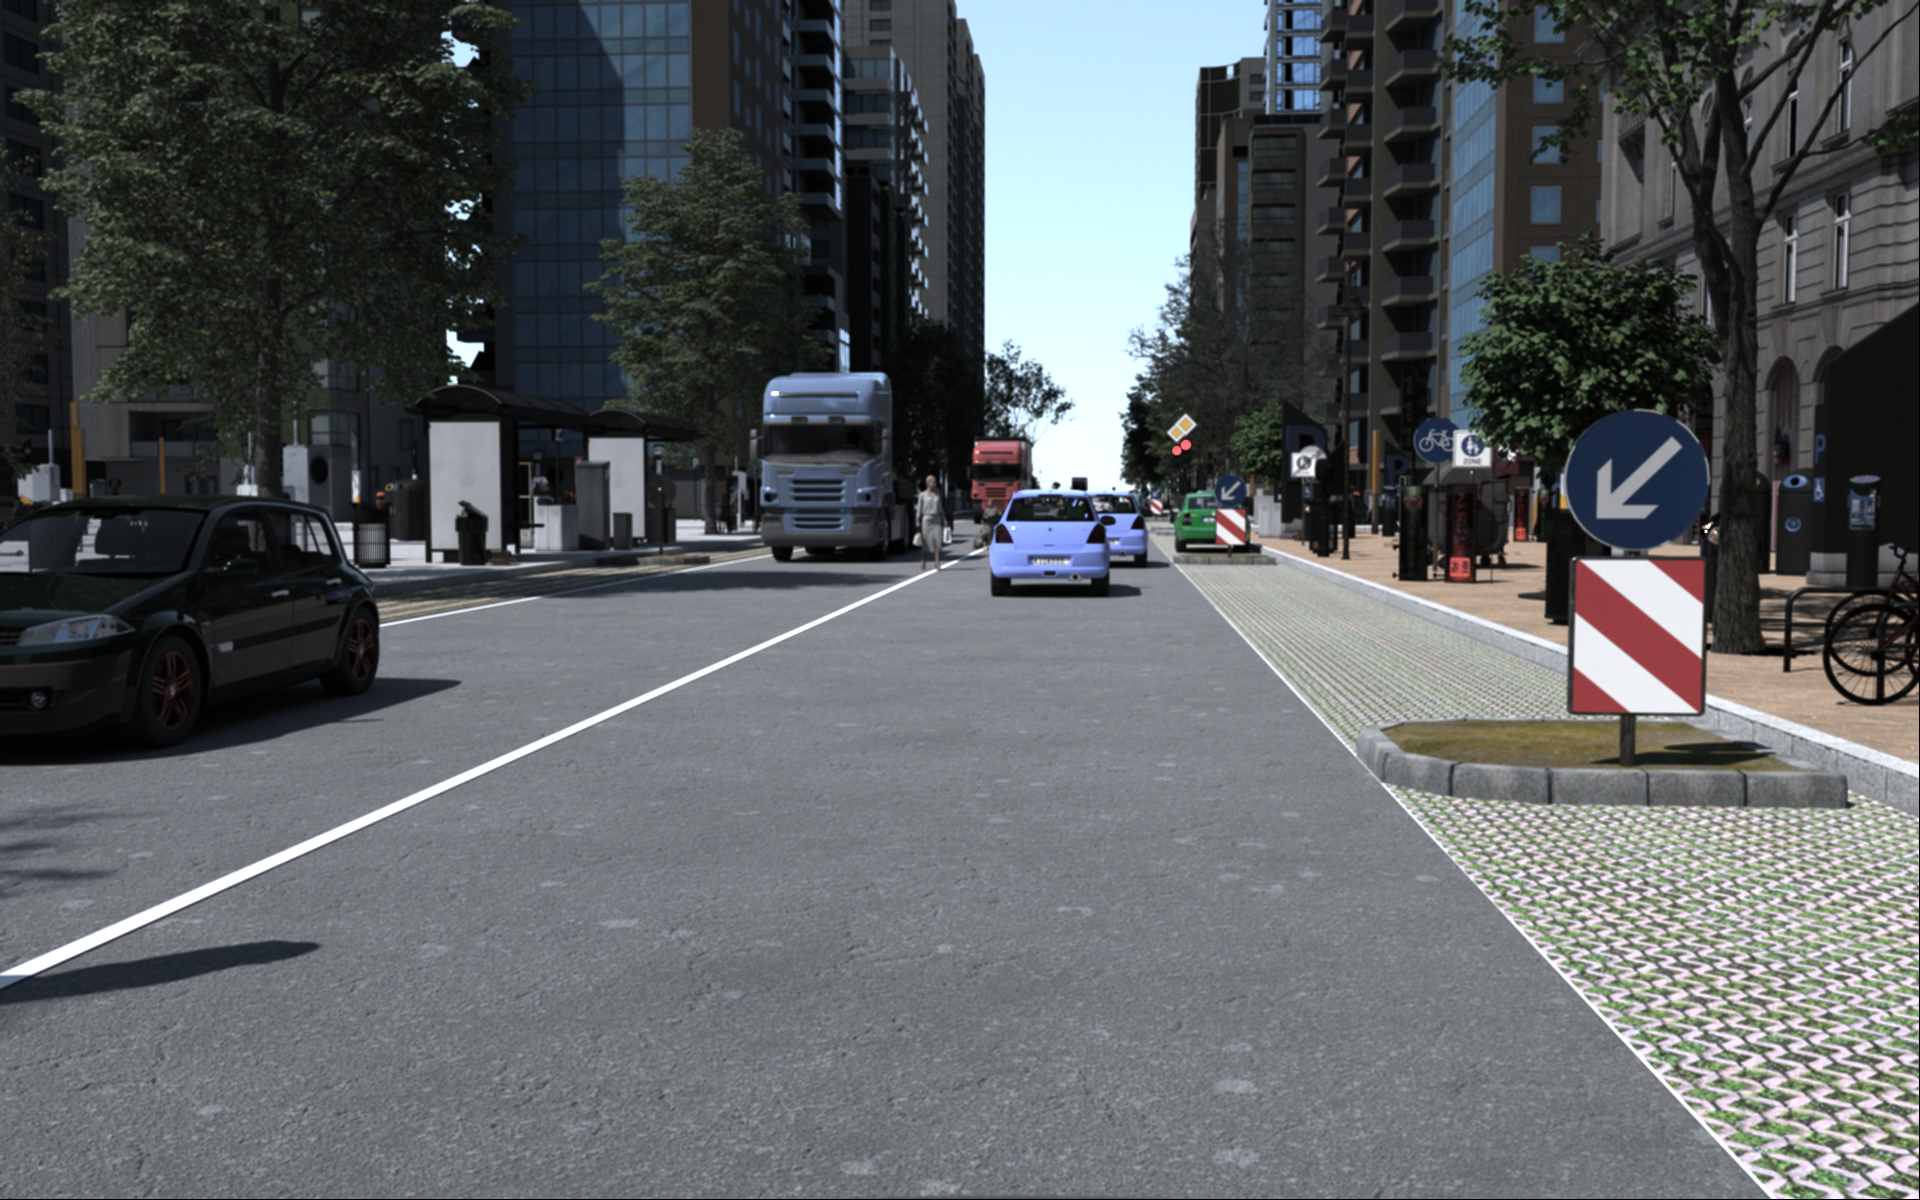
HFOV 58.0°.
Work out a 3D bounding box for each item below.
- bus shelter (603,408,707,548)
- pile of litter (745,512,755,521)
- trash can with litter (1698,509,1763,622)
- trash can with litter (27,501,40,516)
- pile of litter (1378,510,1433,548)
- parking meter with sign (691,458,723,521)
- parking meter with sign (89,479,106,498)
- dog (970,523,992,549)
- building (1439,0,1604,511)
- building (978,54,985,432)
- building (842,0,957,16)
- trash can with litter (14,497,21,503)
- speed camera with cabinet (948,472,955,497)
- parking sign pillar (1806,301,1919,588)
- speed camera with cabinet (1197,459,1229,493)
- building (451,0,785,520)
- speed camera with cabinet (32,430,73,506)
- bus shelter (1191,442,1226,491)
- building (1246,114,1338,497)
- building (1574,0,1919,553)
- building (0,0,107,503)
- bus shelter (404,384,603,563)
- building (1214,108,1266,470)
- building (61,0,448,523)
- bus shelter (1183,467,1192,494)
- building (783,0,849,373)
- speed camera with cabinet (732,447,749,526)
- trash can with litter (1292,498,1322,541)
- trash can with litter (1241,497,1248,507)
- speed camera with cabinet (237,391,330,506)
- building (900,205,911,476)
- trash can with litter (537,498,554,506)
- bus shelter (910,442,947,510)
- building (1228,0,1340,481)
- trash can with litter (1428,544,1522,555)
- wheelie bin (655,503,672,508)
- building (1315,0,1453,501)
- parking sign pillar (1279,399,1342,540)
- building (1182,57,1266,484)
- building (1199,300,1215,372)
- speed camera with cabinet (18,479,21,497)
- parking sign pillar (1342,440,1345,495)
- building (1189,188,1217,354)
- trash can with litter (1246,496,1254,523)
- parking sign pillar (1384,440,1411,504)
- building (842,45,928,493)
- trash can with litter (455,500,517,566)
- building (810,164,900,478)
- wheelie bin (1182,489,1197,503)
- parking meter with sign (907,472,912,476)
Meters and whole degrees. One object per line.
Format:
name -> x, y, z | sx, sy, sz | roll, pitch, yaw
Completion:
bus shelter -> -8.003, -3.043, 43.685 | 2.014, 3.302, 5.546 | 0, 4, 5
pile of litter -> -10.552, -4.318, 84.566 | 1.176, 0.858, 1.719 | -2, 4, -30
trash can with litter -> 7.585, -0.371, 17.450 | 0.624, 1.170, 1.055 | 0, 4, -7
trash can with litter -> -19.864, -1.522, 35.949 | 2.233, 1.210, 1.678 | -3, 5, -40
pile of litter -> 10.901, -1.688, 41.559 | 1.176, 0.858, 1.719 | -1, 4, -15
parking meter with sign -> -11.983, -5.282, 82.614 | 1.738, 3.016, 0.543 | 2, 4, 31
parking meter with sign -> -44.954, -5.756, 90.363 | 1.738, 3.016, 0.543 | -3, 5, -44
dog -> 0.506, -1.730, 45.128 | 0.800, 0.831, 0.513 | 1, 4, 19
building -> 30.684, -26.231, 78.987 | 14.200, 45.320, 14.600 | 0, 4, 5
building -> -6.234, -50.686, 266.968 | 20.563, 71.187, 20.611 | 0, 4, 5
building -> -8.815, -49.437, 246.541 | 20.563, 71.187, 20.611 | 0, 4, 5
trash can with litter -> -41.863, -3.992, 76.654 | 1.055, 1.170, 0.624 | 1, 4, 21
speed camera with cabinet -> -1.381, -8.577, 134.572 | 2.038, 3.252, 0.660 | -2, 4, -28
parking sign pillar -> 12.683, -2.186, 24.206 | 1.447, 3.967, 1.447 | 0, 4, 3
speed camera with cabinet -> 13.205, -5.787, 88.950 | 2.038, 3.252, 0.660 | -1, 4, -19
building -> -17.549, -27.045, 92.298 | 14.600, 45.320, 14.200 | 0, 4, 5
speed camera with cabinet -> -28.182, -3.651, 54.035 | 0.660, 3.252, 2.038 | 0, 4, -3
bus shelter -> 16.232, -8.357, 114.268 | 2.179, 5.291, 8.768 | 0, 4, 5
building -> 29.206, -22.197, 134.620 | 14.160, 30.474, 14.107 | 0, 4, 5
building -> 23.563, -12.032, 38.516 | 13.314, 21.916, 24.055 | 0, 4, 5
building -> -59.064, -39.806, 89.082 | 20.611, 71.187, 20.563 | 0, 4, 5
bus shelter -> -8.998, -2.489, 34.614 | 2.014, 3.302, 5.546 | 0, 4, 5
building -> 37.177, -33.739, 201.750 | 14.600, 45.320, 14.200 | 0, 4, 5
building -> -34.182, -24.459, 83.493 | 14.086, 41.232, 14.154 | 0, 4, 5
bus shelter -> 16.351, -8.000, 122.082 | 1.731, 3.624, 6.357 | 0, 4, 5
building -> -19.300, -49.491, 121.845 | 22.319, 86.520, 31.000 | 0, 4, 5
speed camera with cabinet -> -8.894, -4.596, 69.484 | 0.660, 3.252, 2.038 | 0, 4, 3
trash can with litter -> 9.396, -2.184, 47.103 | 0.624, 1.170, 1.055 | -2, 4, -24
trash can with litter -> 14.853, -4.910, 91.672 | 0.624, 1.170, 1.055 | -1, 4, -9
speed camera with cabinet -> -12.525, -2.310, 32.107 | 0.660, 3.252, 2.038 | 1, 4, 14
building -> -12.518, -24.172, 166.919 | 14.160, 30.474, 14.107 | 0, 4, 5
trash can with litter -> -11.606, -2.312, 49.191 | 0.624, 1.170, 1.055 | -2, 4, -35
bus shelter -> -2.135, -8.827, 121.952 | 2.179, 5.291, 8.768 | 0, 4, 5
building -> 39.891, -52.893, 177.477 | 22.319, 86.520, 31.000 | 0, 4, 5
trash can with litter -> 10.840, -1.589, 37.043 | 2.233, 1.210, 1.678 | 1, 4, 23
wheelie bin -> -14.022, -4.518, 81.777 | 0.980, 1.594, 0.693 | 1, 4, 17
building -> 33.174, -27.437, 103.224 | 22.147, 44.769, 28.867 | 0, 4, 5
parking sign pillar -> 9.839, -3.719, 49.285 | 1.447, 3.967, 1.447 | 0, 4, -6
building -> 47.560, -52.023, 288.829 | 20.563, 71.187, 20.611 | 0, 4, 5
building -> 41.592, -29.307, 250.872 | 14.160, 30.474, 14.107 | 0, 4, 5
speed camera with cabinet -> -43.258, -5.325, 81.402 | 0.660, 3.252, 2.038 | 1, 4, 16
parking sign pillar -> 18.406, -5.929, 85.410 | 1.447, 3.967, 1.447 | -3, 5, -41
building -> 46.738, -39.434, 268.447 | 21.300, 48.544, 21.600 | 0, 4, 5
trash can with litter -> 12.692, -4.081, 77.786 | 2.233, 1.210, 1.678 | 0, 4, -7
parking sign pillar -> 21.692, -5.955, 85.841 | 1.447, 3.967, 1.447 | -1, 4, -10
building -> -15.408, -34.845, 189.326 | 23.786, 49.044, 30.456 | 0, 4, 5
trash can with litter -> -8.530, -1.210, 31.174 | 1.055, 1.170, 0.624 | 0, 4, -2
building -> -13.457, -23.313, 152.866 | 14.160, 30.474, 14.107 | 0, 4, 5
wheelie bin -> 18.069, -7.949, 137.879 | 0.693, 1.594, 0.980 | -2, 4, -28
parking meter with sign -> -3.987, -8.533, 135.769 | 0.543, 3.016, 1.738 | -1, 4, -11
